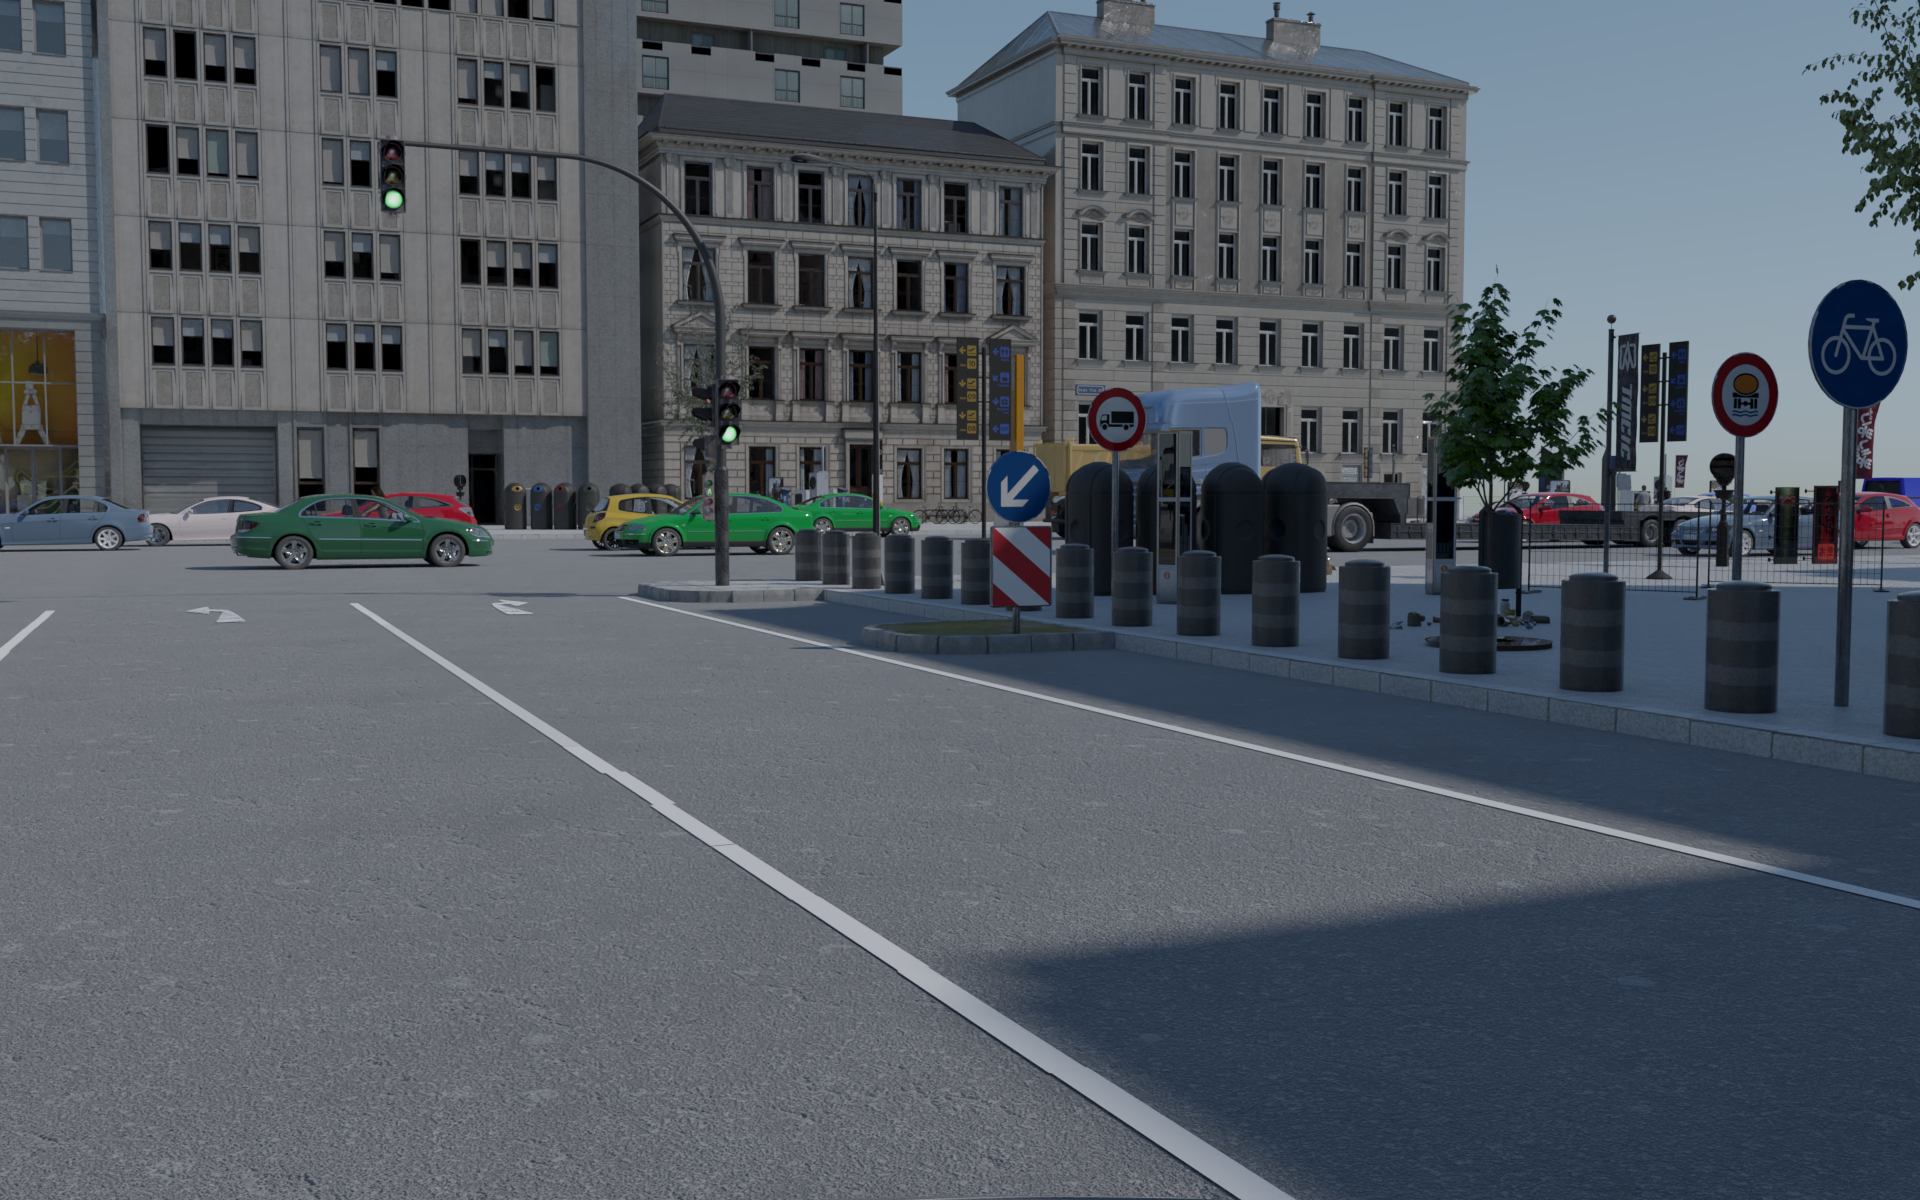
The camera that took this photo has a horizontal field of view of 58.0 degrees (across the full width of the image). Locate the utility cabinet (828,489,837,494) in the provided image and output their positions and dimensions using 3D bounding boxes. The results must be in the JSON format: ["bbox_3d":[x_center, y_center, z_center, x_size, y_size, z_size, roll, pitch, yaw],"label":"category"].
[{"bbox_3d":[-5.787,-3.958,73.386,1.173,1.500,0.318,2,4,26],"label":"utility cabinet"}]

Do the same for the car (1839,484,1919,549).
[{"bbox_3d":[23.417,-2.241,45.675,4.494,1.783,2.155,-2,4,-25],"label":"car"}]

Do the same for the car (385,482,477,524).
[{"bbox_3d":[-15.394,-2.313,46.857,4.494,1.783,2.155,-1,4,-23],"label":"car"}]

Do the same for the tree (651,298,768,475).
[{"bbox_3d":[-9.179,-6.949,63.971,4.360,8.622,3.978,0,3,0],"label":"tree"}]

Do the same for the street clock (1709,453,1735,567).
[{"bbox_3d":[13.483,-1.591,30.580,0.471,2.002,0.358,2,4,33],"label":"street clock"}]

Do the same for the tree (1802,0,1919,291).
[{"bbox_3d":[11.403,-4.198,19.005,4.737,8.622,4.395,0,3,0],"label":"tree"}]

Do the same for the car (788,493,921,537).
[{"bbox_3d":[-3.555,-2.960,57.186,4.718,1.807,1.959,-2,4,-25],"label":"car"}]

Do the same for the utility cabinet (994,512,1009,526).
[{"bbox_3d":[1.821,-3.452,67.602,1.020,1.237,0.306,0,4,0],"label":"utility cabinet"}]

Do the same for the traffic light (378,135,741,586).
[{"bbox_3d":[-5.233,-2.965,23.144,4.771,5.953,1.251,-2,4,-24],"label":"traffic light"}]

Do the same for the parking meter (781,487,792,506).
[{"bbox_3d":[-6.007,-3.146,59.842,0.372,1.533,0.369,0,3,0],"label":"parking meter"}]

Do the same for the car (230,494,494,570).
[{"bbox_3d":[-11.690,-1.361,34.056,4.920,1.459,2.131,-2,4,-24],"label":"car"}]

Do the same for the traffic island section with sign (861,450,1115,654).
[{"bbox_3d":[0.134,-0.481,16.486,1.989,1.847,2.006,-2,4,-24],"label":"traffic island section with sign"}]

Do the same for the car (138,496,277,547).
[{"bbox_3d":[-20.846,-2.209,48.481,4.827,1.381,2.083,-1,4,-22],"label":"car"}]

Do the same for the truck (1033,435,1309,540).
[{"bbox_3d":[7.284,-3.701,56.433,9.791,3.379,3.469,-1,4,-23],"label":"truck"}]

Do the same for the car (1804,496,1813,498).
[{"bbox_3d":[35.166,-3.669,72.343,4.827,1.381,2.083,-1,4,-23],"label":"car"}]

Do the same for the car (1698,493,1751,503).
[{"bbox_3d":[29.337,-3.534,67.378,3.694,1.707,1.945,-2,4,-25],"label":"car"}]

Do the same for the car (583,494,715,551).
[{"bbox_3d":[-7.725,-2.122,44.922,3.980,1.641,2.015,-1,4,-22],"label":"car"}]

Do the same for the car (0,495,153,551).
[{"bbox_3d":[-22.918,-1.949,43.864,4.499,1.417,2.014,-1,4,-22],"label":"car"}]

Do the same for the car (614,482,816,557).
[{"bbox_3d":[-5.767,-1.960,40.847,4.718,1.807,1.959,-2,4,-24],"label":"car"}]

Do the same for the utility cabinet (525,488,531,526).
[{"bbox_3d":[-16.701,-3.613,67.758,1.173,1.500,0.318,1,4,15],"label":"utility cabinet"}]

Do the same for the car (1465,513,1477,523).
[{"bbox_3d":[18.922,-2.748,57.285,4.827,1.381,2.083,-2,4,-26],"label":"car"}]

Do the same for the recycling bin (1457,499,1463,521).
[{"bbox_3d":[23.956,-4.367,83.960,0.722,1.027,0.722,2,4,31],"label":"recycling bin"}]

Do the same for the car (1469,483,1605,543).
[{"bbox_3d":[17.306,-2.622,51.910,4.494,1.783,2.155,-2,4,-25],"label":"car"}]

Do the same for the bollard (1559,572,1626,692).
[{"bbox_3d":[4.154,0.204,11.379,0.404,0.777,0.398,0,3,0],"label":"bollard"}]

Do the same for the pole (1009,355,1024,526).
[{"bbox_3d":[0.831,-1.935,25.481,0.158,3.312,0.155,0,3,0],"label":"pole"}]

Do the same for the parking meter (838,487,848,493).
[{"bbox_3d":[-4.202,-3.290,62.200,0.372,1.533,0.369,0,3,0],"label":"parking meter"}]

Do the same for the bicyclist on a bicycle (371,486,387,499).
[{"bbox_3d":[-13.414,-1.816,39.706,1.625,1.676,1.499,-2,4,-26],"label":"bicyclist on a bicycle"}]

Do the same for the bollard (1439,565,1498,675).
[{"bbox_3d":[3.662,0.137,12.476,0.404,0.777,0.398,0,3,0],"label":"bollard"}]

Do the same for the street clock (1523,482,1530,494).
[{"bbox_3d":[32.111,-5.740,98.422,0.471,2.002,0.358,3,4,36],"label":"street clock"}]

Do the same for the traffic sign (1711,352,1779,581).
[{"bbox_3d":[7.032,-0.950,15.636,0.768,2.556,0.104,-1,4,-21],"label":"traffic sign"}]

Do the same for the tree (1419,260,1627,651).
[{"bbox_3d":[4.363,-1.214,14.443,1.663,3.219,1.824,0,3,0],"label":"tree"}]

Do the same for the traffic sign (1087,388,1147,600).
[{"bbox_3d":[1.867,-1.267,20.825,0.768,2.556,0.104,-1,4,-18],"label":"traffic sign"}]

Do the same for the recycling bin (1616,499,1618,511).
[{"bbox_3d":[34.151,-4.764,90.450,0.722,1.027,0.722,-2,4,-24],"label":"recycling bin"}]

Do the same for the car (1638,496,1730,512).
[{"bbox_3d":[24.857,-2.789,57.969,4.827,1.381,2.083,-2,4,-25],"label":"car"}]

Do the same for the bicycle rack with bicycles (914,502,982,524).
[{"bbox_3d":[-0.503,-3.729,74.350,2.925,0.926,2.852,0,4,4],"label":"bicycle rack with bicycles"}]

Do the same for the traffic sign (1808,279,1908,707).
[{"bbox_3d":[5.329,-0.629,10.394,0.768,2.556,0.104,-1,4,-20],"label":"traffic sign"}]

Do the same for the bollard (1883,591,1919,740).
[{"bbox_3d":[5.131,0.339,9.183,0.404,0.777,0.398,0,3,0],"label":"bollard"}]

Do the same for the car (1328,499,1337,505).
[{"bbox_3d":[13.719,-3.220,62.875,3.980,1.641,2.015,-2,4,-24],"label":"car"}]

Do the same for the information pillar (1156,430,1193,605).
[{"bbox_3d":[2.503,-0.962,20.228,0.304,2.012,0.304,3,5,40],"label":"information pillar"}]

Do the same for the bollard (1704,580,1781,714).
[{"bbox_3d":[4.642,0.271,10.281,0.404,0.777,0.398,0,3,0],"label":"bollard"}]

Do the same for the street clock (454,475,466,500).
[{"bbox_3d":[-18.753,-3.696,65.007,0.358,2.002,0.471,1,4,22],"label":"street clock"}]

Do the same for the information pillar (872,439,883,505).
[{"bbox_3d":[-3.511,-5.050,73.919,0.504,3.616,0.183,-2,4,-30],"label":"information pillar"}]

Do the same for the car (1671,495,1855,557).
[{"bbox_3d":[18.827,-1.750,40.616,4.499,1.417,2.014,-1,4,-22],"label":"car"}]

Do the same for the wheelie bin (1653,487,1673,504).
[{"bbox_3d":[32.302,-4.385,79.603,0.693,1.594,0.980,0,4,-7],"label":"wheelie bin"}]

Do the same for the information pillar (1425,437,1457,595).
[{"bbox_3d":[6.136,-1.075,22.076,0.304,2.012,0.304,0,4,-4],"label":"information pillar"}]

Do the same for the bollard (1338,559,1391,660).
[{"bbox_3d":[3.169,0.070,13.579,0.404,0.777,0.398,0,3,0],"label":"bollard"}]

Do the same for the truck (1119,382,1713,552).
[{"bbox_3d":[12.050,-3.360,44.696,18.799,4.110,2.967,-1,4,-23],"label":"truck"}]
